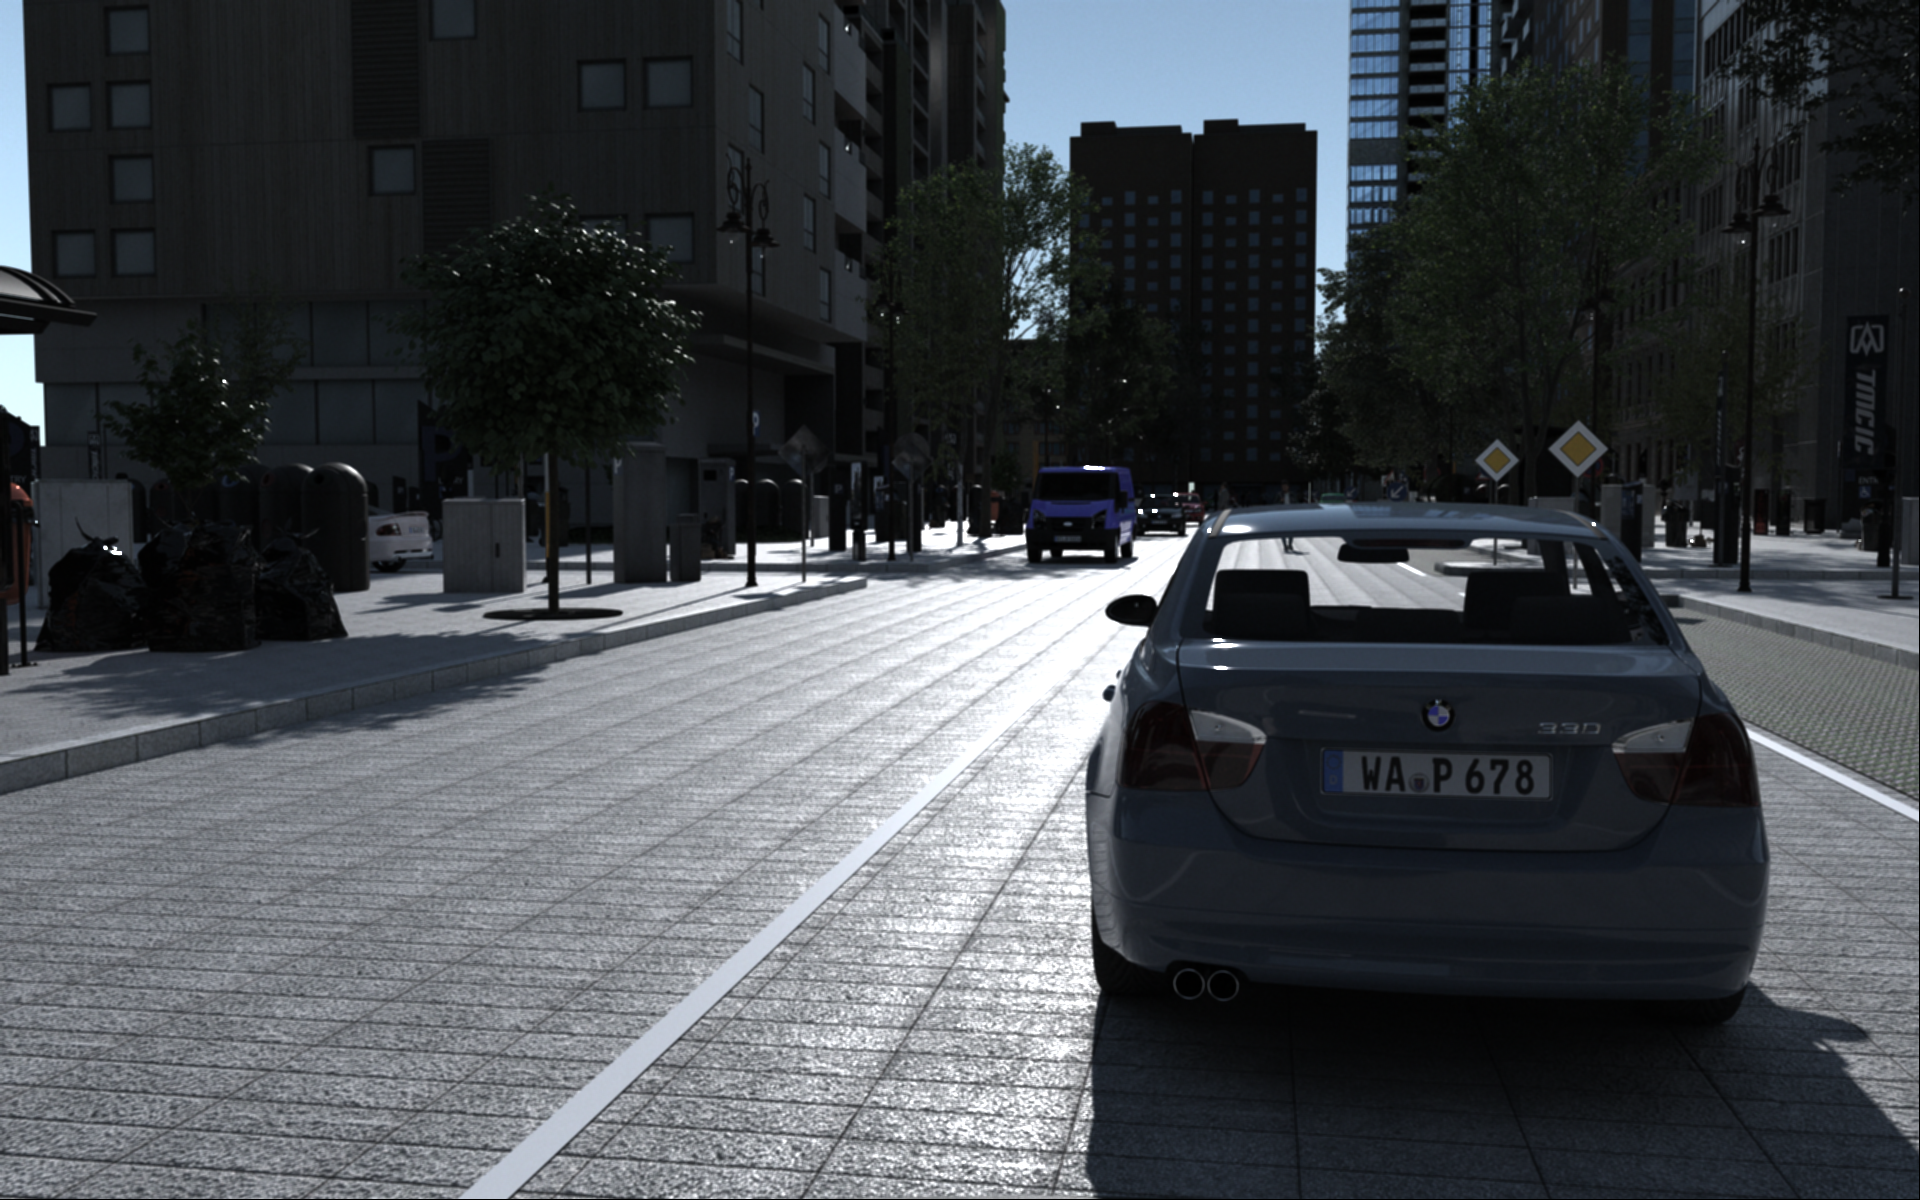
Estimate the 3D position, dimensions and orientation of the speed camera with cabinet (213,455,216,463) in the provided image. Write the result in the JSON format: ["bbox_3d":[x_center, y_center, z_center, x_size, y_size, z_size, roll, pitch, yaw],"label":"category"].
[{"bbox_3d":[-24.070,-3.879,57.759,2.038,3.252,0.660,0,4,-1],"label":"speed camera with cabinet"}]

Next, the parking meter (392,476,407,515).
[{"bbox_3d":[-17.954,-3.047,55.534,0.399,1.863,0.255,-2,4,-35],"label":"parking meter"}]

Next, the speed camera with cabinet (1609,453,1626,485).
[{"bbox_3d":[30.603,-5.371,82.150,2.038,3.252,0.660,-2,4,-24],"label":"speed camera with cabinet"}]

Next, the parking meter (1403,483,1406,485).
[{"bbox_3d":[23.580,-5.313,92.579,0.255,1.863,0.399,-3,4,-36],"label":"parking meter"}]

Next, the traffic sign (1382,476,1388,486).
[{"bbox_3d":[23.388,-5.675,94.923,0.606,2.300,0.079,1,4,14],"label":"traffic sign"}]

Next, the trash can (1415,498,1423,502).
[{"bbox_3d":[17.405,-3.260,64.953,0.748,1.137,0.748,0,3,0],"label":"trash can"}]

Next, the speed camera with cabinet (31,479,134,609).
[{"bbox_3d":[-10.416,-1.530,19.351,2.038,3.252,0.660,-2,4,-32],"label":"speed camera with cabinet"}]

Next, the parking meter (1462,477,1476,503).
[{"bbox_3d":[17.107,-3.215,58.269,0.399,1.863,0.255,3,4,36],"label":"parking meter"}]

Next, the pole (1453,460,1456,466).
[{"bbox_3d":[29.706,-6.751,104.225,0.158,3.312,0.155,0,3,0],"label":"pole"}]

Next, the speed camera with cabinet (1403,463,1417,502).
[{"bbox_3d":[26.408,-6.586,102.012,2.038,3.252,0.660,-3,5,-40],"label":"speed camera with cabinet"}]

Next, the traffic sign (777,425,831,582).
[{"bbox_3d":[-2.271,-1.318,25.194,0.795,2.450,0.064,1,4,10],"label":"traffic sign"}]

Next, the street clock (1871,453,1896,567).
[{"bbox_3d":[16.262,-1.582,30.437,0.471,2.002,0.358,2,4,34],"label":"street clock"}]

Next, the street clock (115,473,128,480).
[{"bbox_3d":[-28.729,-3.354,59.415,0.471,2.002,0.358,3,5,39],"label":"street clock"}]

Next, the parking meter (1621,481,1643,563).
[{"bbox_3d":[12.606,-1.474,32.513,0.372,1.533,0.369,0,3,0],"label":"parking meter"}]

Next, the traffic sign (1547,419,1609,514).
[{"bbox_3d":[8.316,-1.206,23.364,0.795,2.450,0.064,1,4,10],"label":"traffic sign"}]

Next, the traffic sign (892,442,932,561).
[{"bbox_3d":[-0.921,-1.800,33.065,0.795,2.450,0.064,1,4,10],"label":"traffic sign"}]

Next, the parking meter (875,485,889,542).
[{"bbox_3d":[-2.087,-2.338,46.636,0.372,1.533,0.369,0,3,0],"label":"parking meter"}]

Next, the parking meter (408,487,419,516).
[{"bbox_3d":[-18.366,-3.052,58.306,0.372,1.533,0.369,0,3,0],"label":"parking meter"}]

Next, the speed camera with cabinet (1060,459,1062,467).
[{"bbox_3d":[5.612,-6.436,99.571,0.660,3.252,2.038,0,4,3],"label":"speed camera with cabinet"}]

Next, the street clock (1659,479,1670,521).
[{"bbox_3d":[33.511,-4.764,82.454,0.471,2.002,0.358,1,4,15],"label":"street clock"}]

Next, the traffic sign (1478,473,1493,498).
[{"bbox_3d":[19.954,-4.010,65.567,0.884,2.594,0.081,1,4,13],"label":"traffic sign"}]

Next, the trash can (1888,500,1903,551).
[{"bbox_3d":[21.443,-1.691,39.294,0.748,1.137,0.748,0,3,0],"label":"trash can"}]

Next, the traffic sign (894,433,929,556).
[{"bbox_3d":[-1.020,-2.191,35.922,0.768,2.556,0.104,1,4,11],"label":"traffic sign"}]

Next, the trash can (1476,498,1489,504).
[{"bbox_3d":[19.292,-3.210,64.139,0.748,1.137,0.748,0,3,0],"label":"trash can"}]

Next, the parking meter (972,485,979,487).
[{"bbox_3d":[0.970,-6.188,106.890,0.399,1.863,0.255,2,4,29],"label":"parking meter"}]

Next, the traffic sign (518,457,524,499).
[{"bbox_3d":[-6.487,-1.557,25.570,0.768,2.556,0.104,1,4,15],"label":"traffic sign"}]

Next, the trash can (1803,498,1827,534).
[{"bbox_3d":[27.515,-2.698,55.762,0.748,1.137,0.748,0,3,0],"label":"trash can"}]

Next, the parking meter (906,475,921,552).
[{"bbox_3d":[-1.022,-2.003,38.459,0.255,1.863,0.399,1,4,15],"label":"parking meter"}]

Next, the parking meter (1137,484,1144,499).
[{"bbox_3d":[10.505,-5.819,100.845,0.399,1.863,0.255,1,4,10],"label":"parking meter"}]

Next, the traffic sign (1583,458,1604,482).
[{"bbox_3d":[19.868,-3.333,54.598,0.768,2.556,0.104,1,4,13],"label":"traffic sign"}]

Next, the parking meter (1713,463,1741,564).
[{"bbox_3d":[14.049,-1.590,31.706,0.255,1.863,0.399,-2,4,-32],"label":"parking meter"}]

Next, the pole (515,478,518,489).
[{"bbox_3d":[-13.862,-3.697,54.285,0.158,3.312,0.155,0,3,0],"label":"pole"}]

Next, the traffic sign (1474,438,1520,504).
[{"bbox_3d":[9.666,-1.688,31.235,0.795,2.450,0.064,1,4,10],"label":"traffic sign"}]

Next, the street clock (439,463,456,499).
[{"bbox_3d":[-11.958,-2.194,40.448,0.358,2.002,0.471,-3,4,-36],"label":"street clock"}]

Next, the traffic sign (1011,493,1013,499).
[{"bbox_3d":[2.516,-5.117,83.767,0.768,2.556,0.104,1,4,10],"label":"traffic sign"}]

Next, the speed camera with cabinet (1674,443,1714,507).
[{"bbox_3d":[28.365,-4.386,66.044,2.038,3.252,0.660,0,4,-2],"label":"speed camera with cabinet"}]

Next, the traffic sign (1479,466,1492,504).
[{"bbox_3d":[16.949,-3.377,55.316,0.768,2.556,0.104,1,4,18],"label":"traffic sign"}]

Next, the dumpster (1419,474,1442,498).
[{"bbox_3d":[21.995,-4.727,79.776,1.502,2.255,1.985,1,4,10],"label":"dumpster"}]

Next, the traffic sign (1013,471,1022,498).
[{"bbox_3d":[2.565,-5.035,82.430,0.768,2.556,0.104,1,4,19],"label":"traffic sign"}]

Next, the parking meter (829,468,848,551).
[{"bbox_3d":[-2.755,-2.045,39.146,0.399,1.863,0.255,-1,4,-15],"label":"parking meter"}]

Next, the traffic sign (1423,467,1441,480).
[{"bbox_3d":[21.155,-4.744,77.674,0.768,2.556,0.104,1,4,14],"label":"traffic sign"}]

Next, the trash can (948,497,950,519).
[{"bbox_3d":[-0.321,-4.742,89.185,0.748,1.137,0.748,0,3,0],"label":"trash can"}]

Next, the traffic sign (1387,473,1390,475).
[{"bbox_3d":[26.136,-6.412,104.948,0.768,2.556,0.104,1,4,15],"label":"traffic sign"}]

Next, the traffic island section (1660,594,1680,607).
[{"bbox_3d":[8.340,-0.071,23.438,2.009,0.180,2.903,1,4,10],"label":"traffic island section"}]

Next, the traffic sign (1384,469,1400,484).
[{"bbox_3d":[22.862,-5.604,91.623,0.884,2.594,0.081,1,4,13],"label":"traffic sign"}]

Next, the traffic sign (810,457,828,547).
[{"bbox_3d":[-3.606,-2.576,42.217,0.768,2.556,0.104,1,4,14],"label":"traffic sign"}]

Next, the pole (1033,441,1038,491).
[{"bbox_3d":[2.891,-4.424,66.169,0.158,3.312,0.155,0,3,0],"label":"pole"}]

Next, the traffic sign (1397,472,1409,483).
[{"bbox_3d":[24.954,-5.980,97.877,0.768,2.556,0.104,1,4,17],"label":"traffic sign"}]
